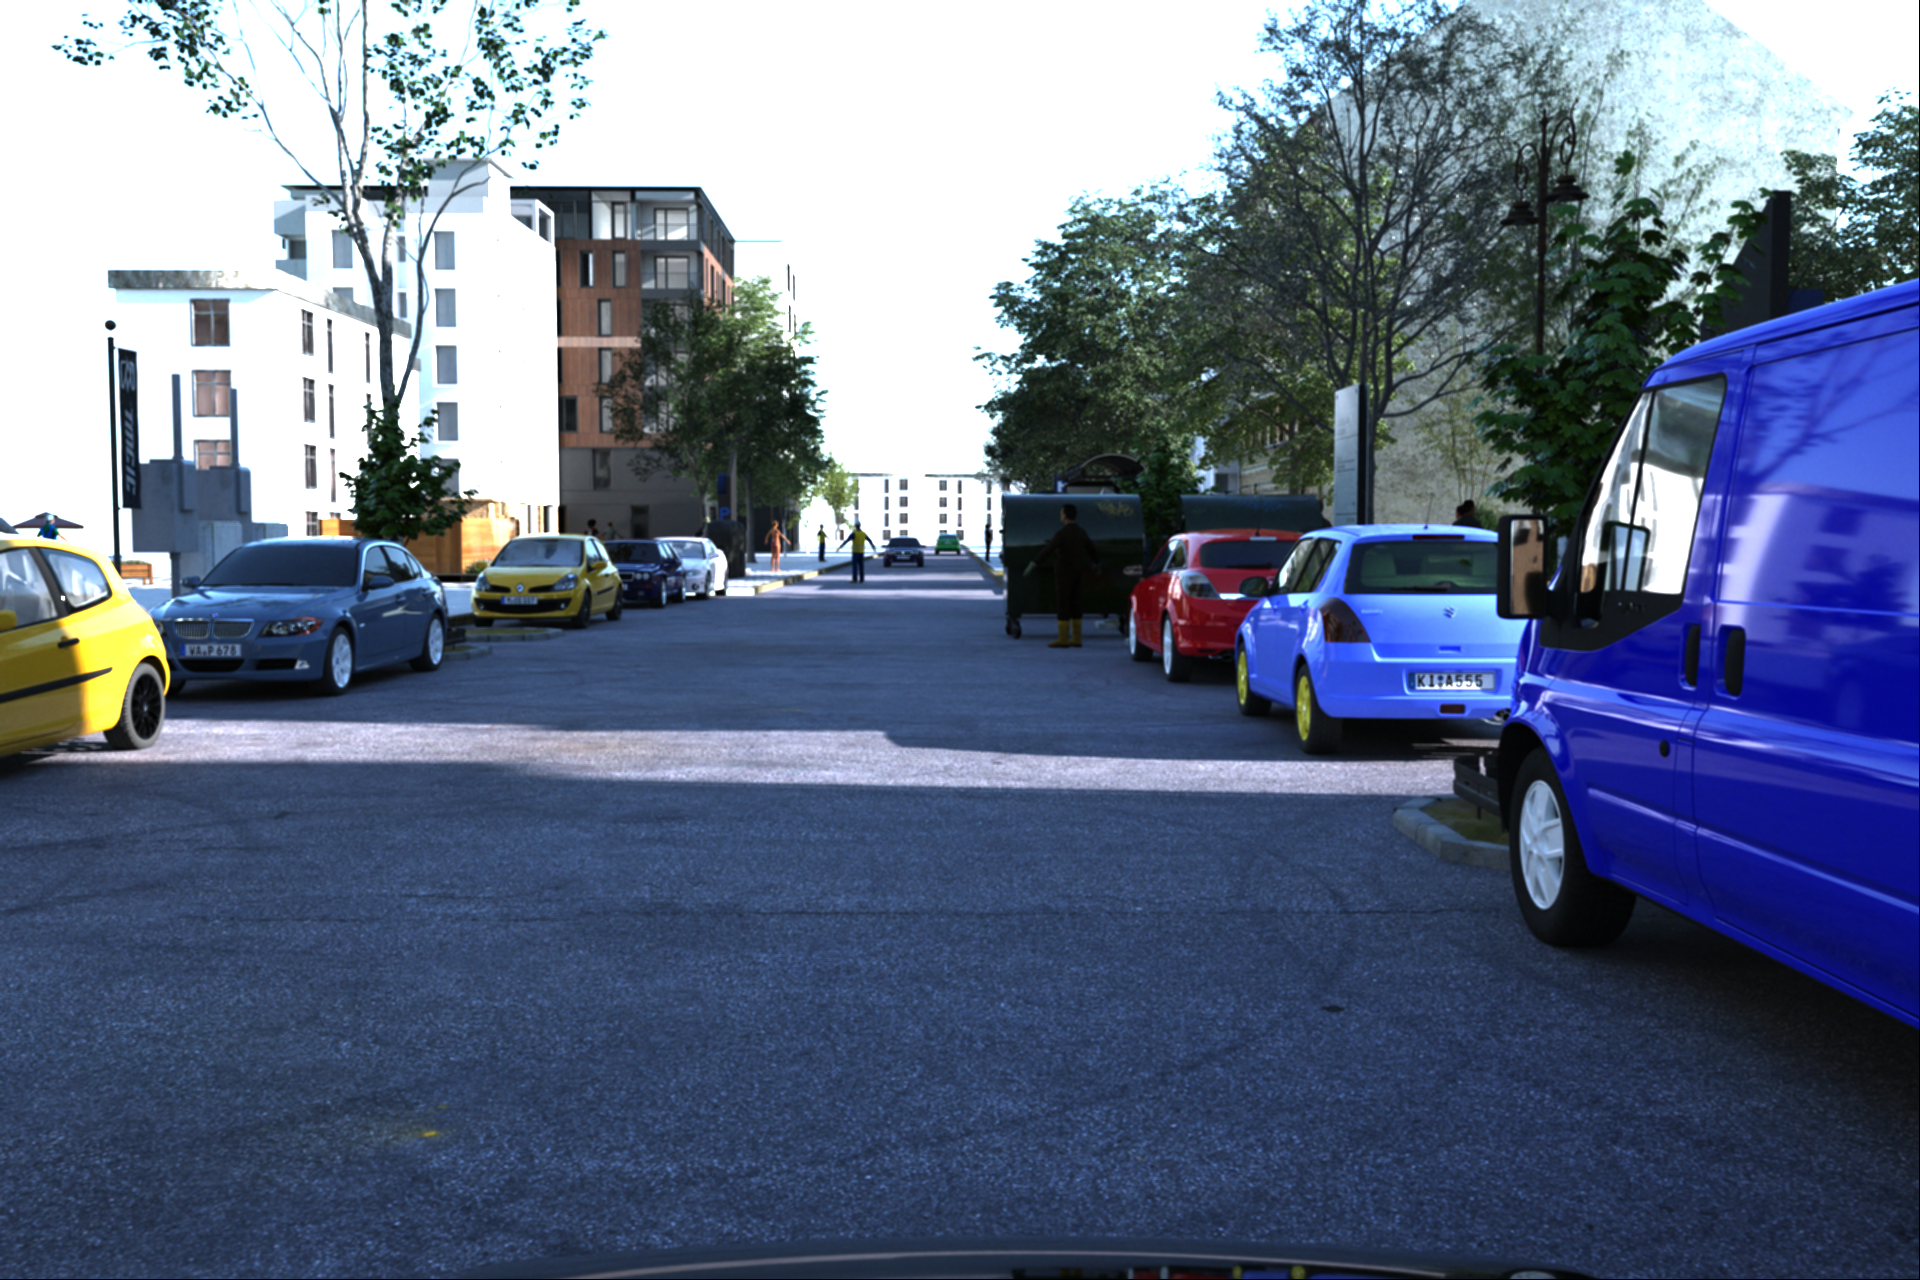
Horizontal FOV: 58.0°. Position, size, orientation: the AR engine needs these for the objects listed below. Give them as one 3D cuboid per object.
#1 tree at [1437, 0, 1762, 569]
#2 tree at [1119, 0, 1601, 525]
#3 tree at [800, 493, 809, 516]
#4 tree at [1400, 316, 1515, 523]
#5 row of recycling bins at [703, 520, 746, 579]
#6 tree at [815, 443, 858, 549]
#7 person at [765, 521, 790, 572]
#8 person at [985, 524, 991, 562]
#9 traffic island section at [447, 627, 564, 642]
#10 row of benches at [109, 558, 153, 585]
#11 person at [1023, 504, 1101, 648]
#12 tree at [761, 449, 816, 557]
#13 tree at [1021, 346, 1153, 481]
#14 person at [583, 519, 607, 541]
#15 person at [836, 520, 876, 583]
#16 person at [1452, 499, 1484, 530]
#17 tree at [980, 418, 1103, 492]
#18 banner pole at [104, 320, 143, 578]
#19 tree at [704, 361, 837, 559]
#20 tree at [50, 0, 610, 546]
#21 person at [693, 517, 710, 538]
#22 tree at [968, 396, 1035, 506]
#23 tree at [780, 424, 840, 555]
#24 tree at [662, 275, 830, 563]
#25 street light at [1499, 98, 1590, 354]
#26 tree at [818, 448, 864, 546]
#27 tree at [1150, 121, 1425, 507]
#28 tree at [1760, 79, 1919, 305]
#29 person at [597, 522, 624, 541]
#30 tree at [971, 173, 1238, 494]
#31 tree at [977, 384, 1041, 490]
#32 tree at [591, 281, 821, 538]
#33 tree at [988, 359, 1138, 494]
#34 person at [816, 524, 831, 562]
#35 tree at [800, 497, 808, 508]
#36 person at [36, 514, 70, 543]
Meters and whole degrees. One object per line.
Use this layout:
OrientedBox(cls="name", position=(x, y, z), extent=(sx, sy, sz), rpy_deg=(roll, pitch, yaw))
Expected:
OrientedBox(cls="tree", position=(8.593, -4.544, 24.657), extent=(4.360, 8.622, 3.978), rpy_deg=(0, 3, 0))
OrientedBox(cls="tree", position=(8.553, -7.704, 36.325), extent=(12.009, 13.543, 11.850), rpy_deg=(0, 3, 0))
OrientedBox(cls="tree", position=(-22.427, -17.576, 237.733), extent=(4.737, 8.622, 4.395), rpy_deg=(0, 3, 0))
OrientedBox(cls="tree", position=(16.681, -6.505, 56.725), extent=(4.360, 8.622, 3.978), rpy_deg=(0, 3, 0))
OrientedBox(cls="row of recycling bins", position=(-6.905, -2.693, 51.144), extent=(1.069, 1.692, 3.534), rpy_deg=(0, 4, 0))
OrientedBox(cls="tree", position=(-9.941, -11.597, 139.973), extent=(4.737, 8.622, 4.395), rpy_deg=(0, 3, 0))
OrientedBox(cls="person", position=(-6.255, -3.206, 59.223), extent=(1.217, 1.733, 0.721), rpy_deg=(3, 5, 41))
OrientedBox(cls="person", position=(1.352, -4.425, 79.074), extent=(0.721, 1.740, 1.216), rpy_deg=(0, 4, 2))
OrientedBox(cls="traffic island section", position=(-6.590, -0.069, 24.000), extent=(1.991, 0.108, 1.994), rpy_deg=(0, 3, 0))
OrientedBox(cls="row of benches", position=(-21.968, -1.663, 42.660), extent=(4.104, 0.672, 1.422), rpy_deg=(-3, 5, -41))
OrientedBox(cls="person", position=(1.357, -0.816, 21.929), extent=(1.346, 1.812, 0.704), rpy_deg=(-3, 5, -42))
OrientedBox(cls="tree", position=(-9.777, -8.948, 96.655), extent=(4.360, 8.622, 3.978), rpy_deg=(0, 3, 0))
OrientedBox(cls="tree", position=(6.209, -8.798, 78.264), extent=(7.601, 10.594, 8.767), rpy_deg=(-2, 4, -34))
OrientedBox(cls="person", position=(-13.585, -3.546, 64.118), extent=(1.345, 1.843, 0.704), rpy_deg=(2, 4, 30))
OrientedBox(cls="person", position=(-3.001, -2.587, 50.728), extent=(1.349, 1.833, 0.705), rpy_deg=(-2, 4, -35))
OrientedBox(cls="person", position=(7.952, -1.284, 27.058), extent=(0.705, 1.821, 1.348), rpy_deg=(-2, 4, -31))
OrientedBox(cls="tree", position=(4.963, -10.020, 98.246), extent=(8.767, 10.594, 7.601), rpy_deg=(1, 4, 17))
OrientedBox(cls="banner pole", position=(-9.915, -1.868, 20.552), extent=(0.401, 3.779, 0.863), rpy_deg=(0, 4, 0))
OrientedBox(cls="tree", position=(-9.780, -9.403, 88.155), extent=(7.601, 10.594, 8.767), rpy_deg=(-2, 4, -35))
OrientedBox(cls="tree", position=(-13.096, -10.992, 35.616), extent=(12.611, 20.169, 13.585), rpy_deg=(0, 3, 0))
OrientedBox(cls="person", position=(-8.556, -3.229, 58.580), extent=(1.354, 1.856, 0.705), rpy_deg=(-1, 4, -21))
OrientedBox(cls="tree", position=(5.801, -14.329, 144.648), extent=(12.009, 13.543, 11.850), rpy_deg=(0, 3, 0))
OrientedBox(cls="tree", position=(-9.513, -9.625, 107.734), extent=(4.737, 8.622, 4.395), rpy_deg=(0, 3, 0))
OrientedBox(cls="tree", position=(-9.316, -9.647, 75.850), extent=(7.486, 12.596, 7.792), rpy_deg=(0, 3, 0))
OrientedBox(cls="street light", position=(6.356, -2.827, 19.007), extent=(0.468, 5.910, 1.993), rpy_deg=(0, 4, 0))
OrientedBox(cls="tree", position=(-10.137, -11.931, 145.431), extent=(4.737, 8.622, 4.395), rpy_deg=(0, 3, 0))
OrientedBox(cls="tree", position=(9.256, -7.982, 48.631), extent=(7.486, 12.596, 7.792), rpy_deg=(0, 3, 0))
OrientedBox(cls="tree", position=(26.434, -8.677, 48.532), extent=(9.857, 13.997, 8.962), rpy_deg=(0, 3, 0))
OrientedBox(cls="person", position=(-14.681, -4.069, 72.796), extent=(1.348, 1.796, 0.705), rpy_deg=(0, 4, 7))
OrientedBox(cls="tree", position=(5.251, -9.490, 61.811), extent=(9.857, 13.997, 8.962), rpy_deg=(0, 3, 0))
OrientedBox(cls="tree", position=(6.030, -13.169, 125.679), extent=(12.009, 13.543, 11.850), rpy_deg=(0, 3, 0))
OrientedBox(cls="tree", position=(-9.286, -7.881, 63.260), extent=(8.767, 10.594, 7.601), rpy_deg=(0, 4, -7))
OrientedBox(cls="tree", position=(5.689, -9.473, 89.292), extent=(8.767, 10.594, 7.601), rpy_deg=(0, 4, 1))
OrientedBox(cls="person", position=(-6.345, -4.525, 80.445), extent=(0.721, 1.772, 1.216), rpy_deg=(2, 4, 28))
OrientedBox(cls="tree", position=(-22.082, -17.263, 232.610), extent=(4.360, 8.622, 3.978), rpy_deg=(0, 3, 0))
OrientedBox(cls="person", position=(-24.756, -2.512, 47.191), extent=(1.347, 1.817, 0.704), rpy_deg=(1, 4, 19))
